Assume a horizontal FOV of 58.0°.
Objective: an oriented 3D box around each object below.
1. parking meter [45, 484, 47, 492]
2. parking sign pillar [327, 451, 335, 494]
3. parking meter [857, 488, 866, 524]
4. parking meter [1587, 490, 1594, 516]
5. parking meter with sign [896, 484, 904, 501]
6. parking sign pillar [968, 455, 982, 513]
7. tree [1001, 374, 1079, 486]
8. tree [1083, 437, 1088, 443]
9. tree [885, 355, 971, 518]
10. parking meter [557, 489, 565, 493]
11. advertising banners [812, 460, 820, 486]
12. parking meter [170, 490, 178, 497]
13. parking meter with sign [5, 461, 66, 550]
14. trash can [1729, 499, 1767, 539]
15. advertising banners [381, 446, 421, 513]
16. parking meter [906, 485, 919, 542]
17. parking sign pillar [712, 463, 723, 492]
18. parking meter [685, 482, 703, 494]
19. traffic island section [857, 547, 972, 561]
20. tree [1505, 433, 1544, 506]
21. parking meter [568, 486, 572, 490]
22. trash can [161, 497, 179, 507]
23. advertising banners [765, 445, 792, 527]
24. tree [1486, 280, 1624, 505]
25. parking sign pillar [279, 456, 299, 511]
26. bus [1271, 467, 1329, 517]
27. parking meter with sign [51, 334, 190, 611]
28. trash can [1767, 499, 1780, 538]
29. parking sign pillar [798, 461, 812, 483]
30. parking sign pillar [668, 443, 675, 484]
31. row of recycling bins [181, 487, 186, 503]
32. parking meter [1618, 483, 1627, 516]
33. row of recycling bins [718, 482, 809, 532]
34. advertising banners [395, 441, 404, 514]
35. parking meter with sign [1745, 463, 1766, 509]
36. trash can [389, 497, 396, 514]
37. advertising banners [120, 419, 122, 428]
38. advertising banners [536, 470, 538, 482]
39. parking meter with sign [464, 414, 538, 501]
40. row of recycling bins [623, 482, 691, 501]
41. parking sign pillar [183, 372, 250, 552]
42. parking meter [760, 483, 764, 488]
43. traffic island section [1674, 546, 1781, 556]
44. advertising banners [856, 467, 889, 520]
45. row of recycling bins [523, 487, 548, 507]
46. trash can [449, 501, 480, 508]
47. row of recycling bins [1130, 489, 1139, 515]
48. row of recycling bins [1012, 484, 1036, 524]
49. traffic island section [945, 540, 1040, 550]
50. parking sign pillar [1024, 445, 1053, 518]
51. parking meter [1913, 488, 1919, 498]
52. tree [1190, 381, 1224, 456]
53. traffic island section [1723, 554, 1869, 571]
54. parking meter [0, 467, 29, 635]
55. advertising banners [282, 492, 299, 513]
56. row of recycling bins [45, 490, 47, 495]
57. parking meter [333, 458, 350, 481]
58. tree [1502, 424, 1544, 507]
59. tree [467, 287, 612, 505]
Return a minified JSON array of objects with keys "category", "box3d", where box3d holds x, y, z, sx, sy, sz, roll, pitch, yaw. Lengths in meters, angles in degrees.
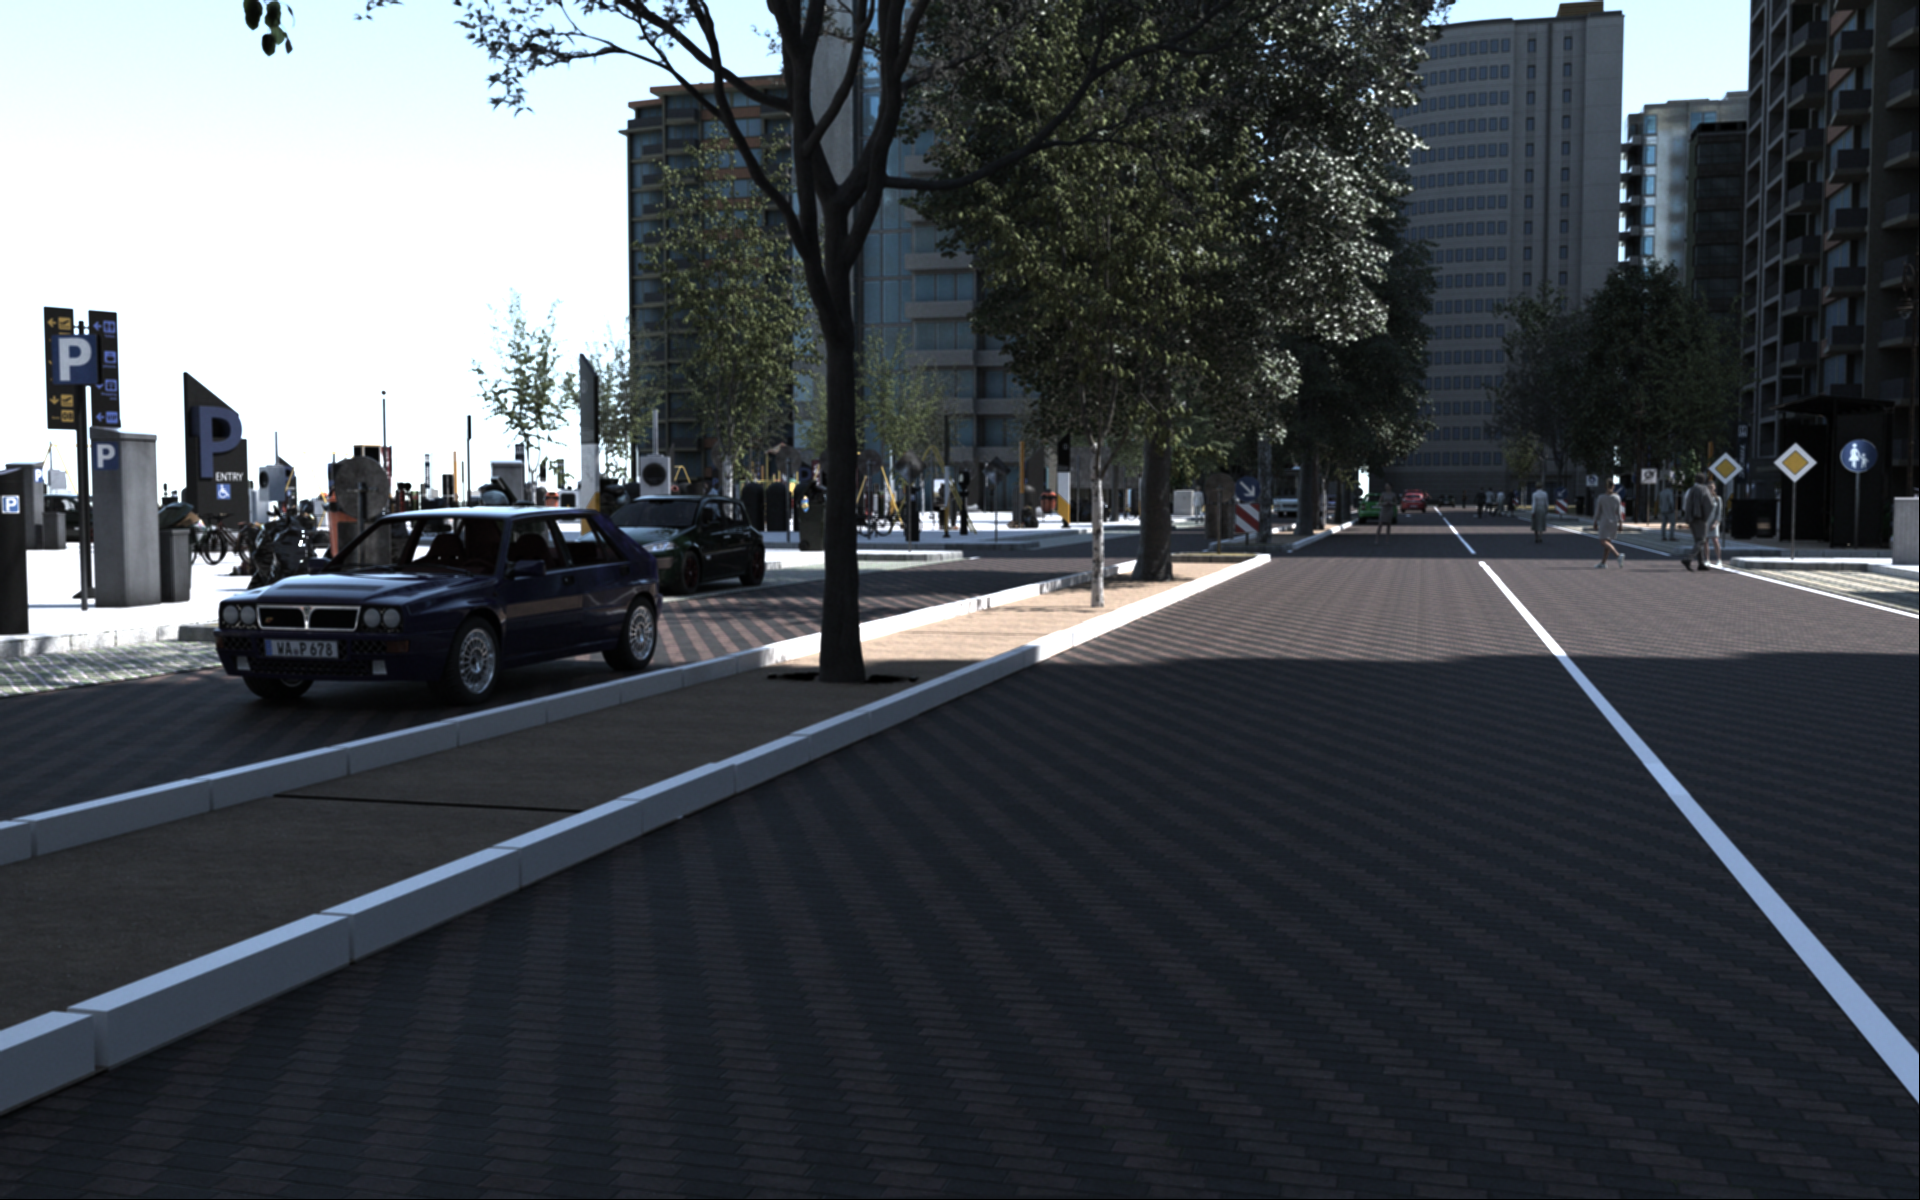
[{"category":"parking meter","box3d":[-52.253,-5.690,98.747,0.399,1.863,0.255,1,4,22]},{"category":"parking sign pillar","box3d":[-38.827,-7.255,107.089,1.447,3.967,1.447,-1,4,-18]},{"category":"parking meter","box3d":[-4.136,-3.916,72.433,0.372,1.533,0.369,0,3,0]},{"category":"parking meter","box3d":[36.731,-5.659,100.933,0.372,1.533,0.369,0,3,0]},{"category":"parking meter with sign","box3d":[-4.078,-7.846,124.547,1.738,3.016,0.543,-3,5,-43]},{"category":"parking sign pillar","box3d":[0.776,-8.060,120.258,1.447,3.967,1.447,3,4,38]},{"category":"tree","box3d":[4.309,-9.434,104.609,4.360,8.622,3.978,0,3,0]},{"category":"tree","box3d":[6.871,-10.037,114.462,4.360,8.622,3.978,0,3,0]},{"category":"tree","box3d":[-1.265,-8.598,90.934,4.360,8.622,3.978,0,3,0]},{"category":"parking meter","box3d":[-20.065,-4.818,87.183,0.372,1.533,0.369,0,3,0]},{"category":"advertising banners","box3d":[-8.099,-5.658,88.693,2.074,3.025,0.090,0,4,-5]},{"category":"parking meter","box3d":[-44.208,-5.445,97.442,0.372,1.533,0.369,0,3,0]},{"category":"parking meter with sign","box3d":[-21.521,-2.666,39.853,1.738,3.016,0.543,0,4,4]},{"category":"trash can","box3d":[22.207,-2.292,49.123,0.748,1.137,0.748,0,3,0]},{"category":"advertising banners","box3d":[-20.732,-4.160,64.208,0.090,3.025,2.074,2,4,24]},{"category":"parking meter","box3d":[-1.287,-2.355,46.909,0.372,1.533,0.369,0,3,0]},{"category":"parking sign pillar","box3d":[-12.955,-6.420,93.445,1.447,3.967,1.447,1,4,14]},{"category":"parking meter","box3d":[-5.488,-1.675,35.800,0.372,1.533,0.369,0,3,0]},{"category":"traffic island section","box3d":[-1.128,-0.973,38.195,2.009,0.180,2.903,1,4,15]},{"category":"tree","box3d":[58.872,-14.077,180.527,4.360,8.622,3.978,0,3,0]},{"category":"parking meter","box3d":[-28.071,-7.280,124.742,0.255,1.863,0.399,0,4,-6]},{"category":"trash can","box3d":[-42.794,-5.010,93.573,0.748,1.137,0.748,0,3,0]},{"category":"advertising banners","box3d":[-6.891,-4.082,62.925,2.074,3.025,0.090,3,4,38]},{"category":"tree","box3d":[51.882,-18.041,150.866,12.611,20.169,13.585,0,3,0]},{"category":"parking sign pillar","box3d":[-46.312,-7.995,119.188,1.447,3.967,1.447,2,4,32]},{"category":"bus","box3d":[22.037,-7.146,111.697,2.948,3.499,13.247,1,4,16]},{"category":"parking meter with sign","box3d":[-9.523,-1.440,19.807,0.543,3.016,1.738,1,4,9]},{"category":"trash can","box3d":[23.581,-2.389,50.718,0.748,1.137,0.748,0,3,0]},{"category":"parking sign pillar","box3d":[-11.143,-8.327,124.623,1.447,3.967,1.447,-1,4,-11]},{"category":"parking sign pillar","box3d":[-15.384,-6.296,91.415,1.447,3.967,1.447,0,4,2]},{"category":"row of recycling bins","box3d":[-44.470,-5.870,103.090,3.534,1.692,1.069,-1,4,-17]},{"category":"parking meter","box3d":[36.301,-5.459,94.963,0.255,1.863,0.399,-2,4,-32]},{"category":"row of recycling bins","box3d":[-6.677,-3.224,59.818,3.534,1.692,1.069,1,4,11]},{"category":"advertising banners","box3d":[-18.721,-3.762,57.693,0.090,3.025,2.074,-1,4,-15]},{"category":"parking meter with sign","box3d":[44.477,-6.129,96.473,1.738,3.016,0.543,-1,4,-15]},{"category":"trash can","box3d":[-23.551,-3.718,72.447,0.748,1.137,0.748,0,3,0]},{"category":"advertising banners","box3d":[-20.367,-2.765,41.393,0.090,3.025,2.074,-3,5,-44]},{"category":"advertising banners","box3d":[-29.266,-7.596,120.378,0.090,3.025,2.074,-2,4,-23]},{"category":"parking meter with sign","box3d":[-10.042,-2.579,38.422,1.738,3.016,0.543,-1,4,-23]},{"category":"row of recycling bins","box3d":[-10.409,-3.230,59.924,1.069,1.692,3.534,2,4,32]},{"category":"parking sign pillar","box3d":[-16.598,-3.071,38.688,1.447,3.967,1.447,2,4,32]},{"category":"parking meter","box3d":[-10.446,-5.185,90.490,0.399,1.863,0.255,2,4,25]},{"category":"traffic island section","box3d":[18.220,-1.163,41.297,2.009,0.180,2.903,1,4,15]},{"category":"advertising banners","box3d":[-4.570,-5.509,86.258,2.074,3.025,0.090,-1,4,-18]},{"category":"row of recycling bins","box3d":[-24.747,-5.580,98.342,3.534,1.692,1.069,2,4,34]},{"category":"trash can","box3d":[-10.138,-1.473,35.730,0.748,1.137,0.748,0,3,0]},{"category":"row of recycling bins","box3d":[11.402,-6.015,105.456,1.069,1.692,3.534,2,4,34]},{"category":"row of recycling bins","box3d":[2.755,-4.146,74.894,1.069,1.692,3.534,0,4,1]},{"category":"traffic island section","box3d":[0.936,-1.445,45.910,2.009,0.180,2.903,1,4,15]},{"category":"parking sign pillar","box3d":[4.022,-6.515,94.985,1.447,3.967,1.447,-3,5,-44]},{"category":"parking meter","box3d":[39.642,-3.870,71.683,0.372,1.533,0.369,0,3,0]},{"category":"tree","box3d":[20.061,-12.282,126.572,9.928,11.665,9.643,0,3,0]},{"category":"traffic island section","box3d":[16.156,-0.691,33.582,2.009,0.180,2.903,1,4,15]},{"category":"parking meter","box3d":[-8.755,-0.455,15.849,0.372,1.533,0.369,0,3,0]},{"category":"advertising banners","box3d":[-45.238,-7.321,115.884,2.074,3.025,0.090,1,4,10]},{"category":"row of recycling bins","box3d":[-51.396,-5.298,93.732,3.534,1.692,1.069,-2,4,-27]},{"category":"parking meter","box3d":[-9.967,-1.372,28.151,0.255,1.863,0.399,1,4,9]},{"category":"tree","box3d":[56.231,-13.610,172.879,4.737,8.622,4.395,0,3,0]},{"category":"tree","box3d":[-15.132,-6.771,61.075,4.737,8.622,4.395,0,3,0]}]
